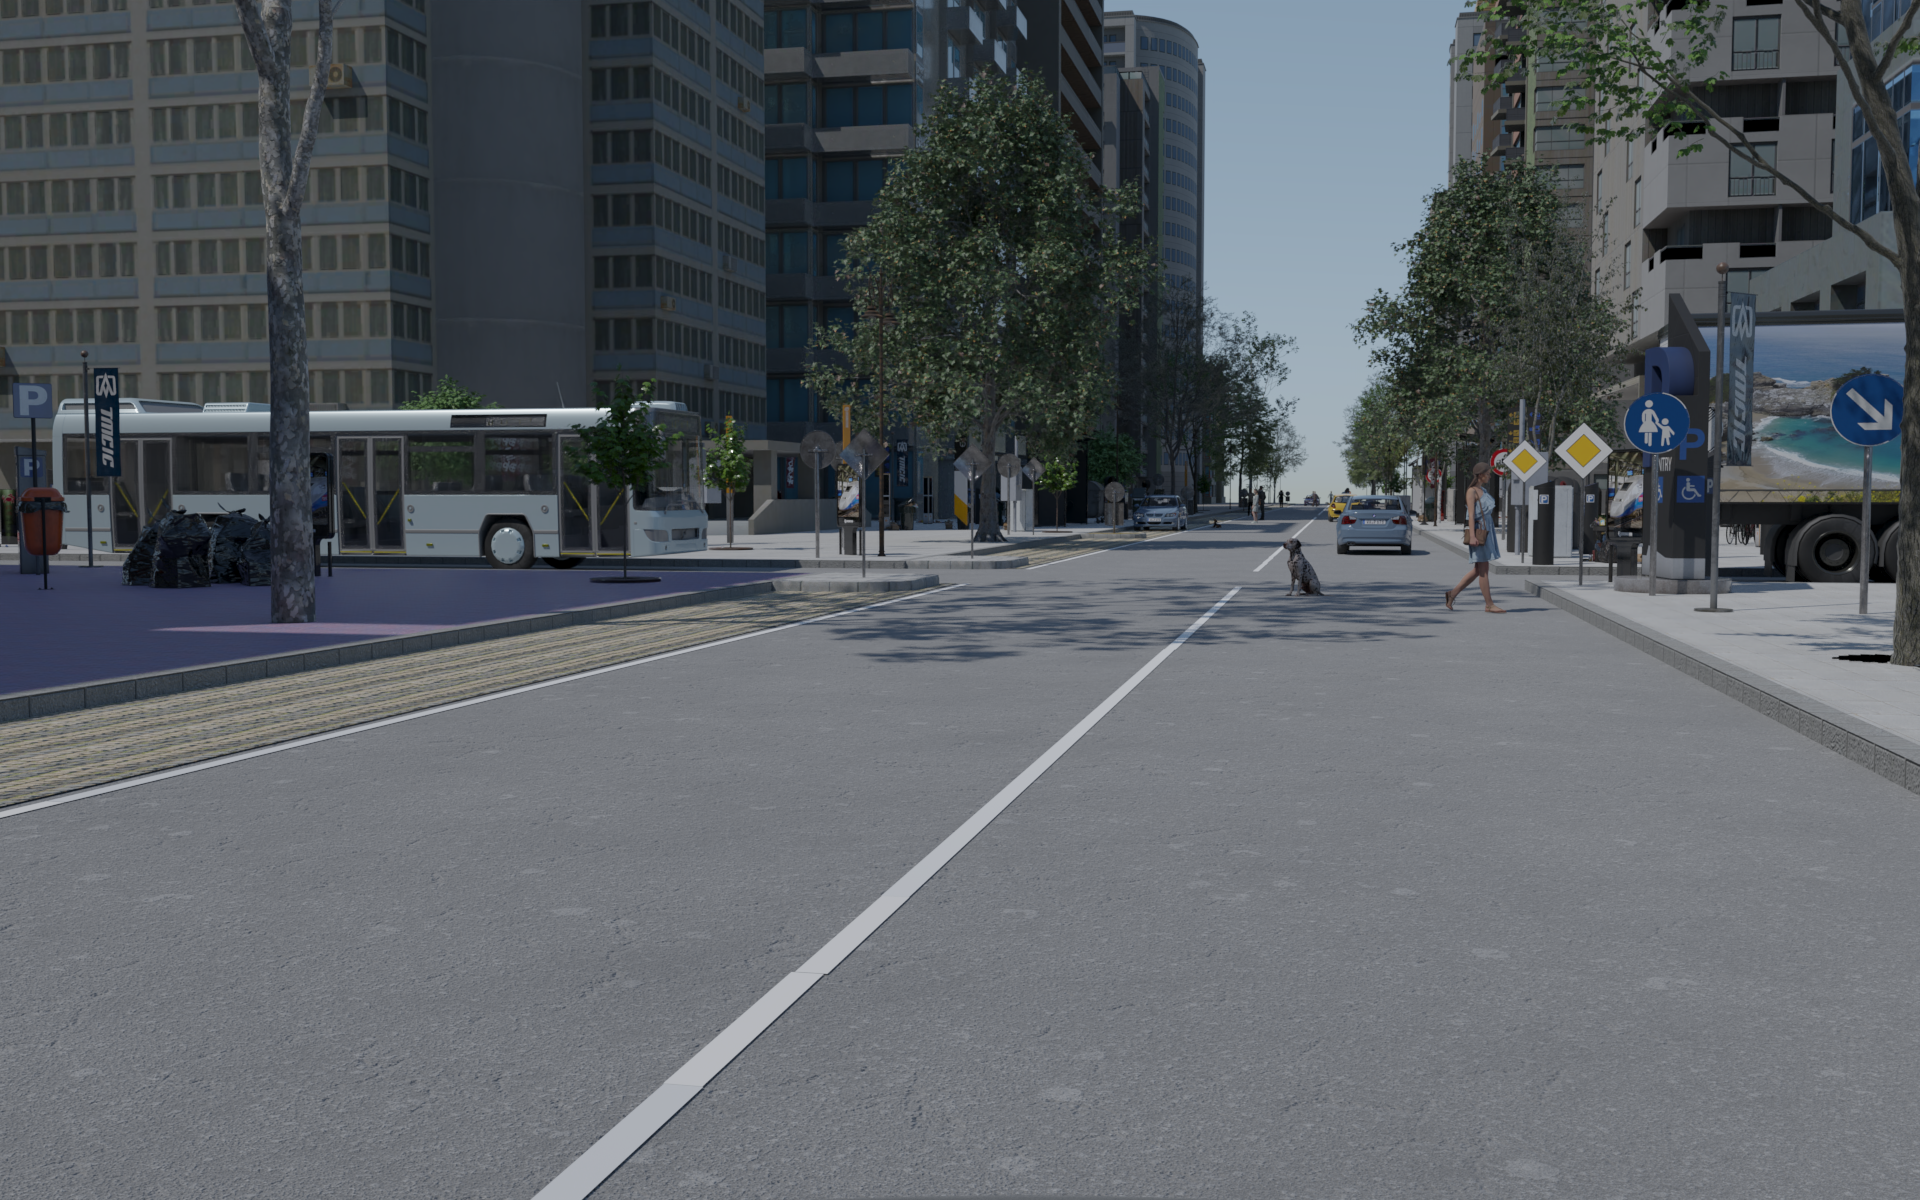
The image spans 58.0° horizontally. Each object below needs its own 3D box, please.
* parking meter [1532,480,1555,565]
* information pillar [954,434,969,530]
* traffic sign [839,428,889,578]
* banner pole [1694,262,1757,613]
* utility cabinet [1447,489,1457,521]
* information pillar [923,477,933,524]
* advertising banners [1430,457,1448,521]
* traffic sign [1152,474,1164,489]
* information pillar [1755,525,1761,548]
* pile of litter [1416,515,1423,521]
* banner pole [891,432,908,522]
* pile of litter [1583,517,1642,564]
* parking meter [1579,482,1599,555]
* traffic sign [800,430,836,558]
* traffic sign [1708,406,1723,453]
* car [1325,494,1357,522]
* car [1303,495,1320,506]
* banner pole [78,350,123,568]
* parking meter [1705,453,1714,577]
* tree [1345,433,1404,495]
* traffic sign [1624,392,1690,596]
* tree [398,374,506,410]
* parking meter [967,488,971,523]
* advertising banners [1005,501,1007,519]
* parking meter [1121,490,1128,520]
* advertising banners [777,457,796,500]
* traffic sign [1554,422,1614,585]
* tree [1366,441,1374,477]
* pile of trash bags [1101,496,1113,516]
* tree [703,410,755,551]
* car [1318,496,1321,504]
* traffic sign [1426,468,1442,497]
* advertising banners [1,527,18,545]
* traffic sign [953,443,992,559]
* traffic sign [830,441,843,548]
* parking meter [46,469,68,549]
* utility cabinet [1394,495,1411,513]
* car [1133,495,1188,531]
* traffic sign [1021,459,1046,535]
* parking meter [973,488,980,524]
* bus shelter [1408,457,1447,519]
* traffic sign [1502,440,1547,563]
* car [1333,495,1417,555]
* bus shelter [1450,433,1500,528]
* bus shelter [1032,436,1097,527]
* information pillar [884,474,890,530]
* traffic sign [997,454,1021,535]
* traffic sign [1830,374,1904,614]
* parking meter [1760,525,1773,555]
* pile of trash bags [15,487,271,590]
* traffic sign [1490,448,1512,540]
[{"bbox_3d":[10.555,-1.401,31.314,0.372,1.533,0.369,0,3,0],"label":"parking meter"},{"bbox_3d":[0.046,-4.317,61.930,0.504,3.616,0.183,1,4,23],"label":"information pillar"},{"bbox_3d":[-1.473,-1.401,26.550,0.795,2.450,0.064,1,4,12],"label":"traffic sign"},{"bbox_3d":[8.428,-1.769,18.936,0.863,3.779,0.401,-2,4,-33],"label":"banner pole"},{"bbox_3d":[24.445,-4.647,84.658,0.318,1.500,1.173,-1,4,-21],"label":"utility cabinet"},{"bbox_3d":[-1.373,-4.238,73.785,0.304,2.012,0.304,2,4,35],"label":"information pillar"},{"bbox_3d":[22.794,-5.244,81.928,2.074,3.025,0.090,-3,5,-40],"label":"advertising banners"},{"bbox_3d":[12.372,-6.610,108.180,0.768,2.556,0.104,1,4,19],"label":"traffic sign"},{"bbox_3d":[19.320,-2.269,41.588,0.304,2.012,0.304,0,4,7],"label":"information pillar"},{"bbox_3d":[22.778,-4.290,84.098,1.719,0.858,1.176,-1,4,-19],"label":"pile of litter"},{"bbox_3d":[-2.470,-4.858,69.446,0.863,3.779,0.401,0,4,-4],"label":"banner pole"},{"bbox_3d":[12.336,-1.138,32.575,1.176,0.858,1.719,1,4,8],"label":"pile of litter"},{"bbox_3d":[13.389,-1.741,36.882,0.372,1.533,0.369,0,3,0],"label":"parking meter"},{"bbox_3d":[-2.860,-2.116,34.706,0.768,2.556,0.104,1,4,15],"label":"traffic sign"},{"bbox_3d":[10.134,-1.462,24.007,0.768,2.556,0.104,1,4,20],"label":"traffic sign"},{"bbox_3d":[19.979,-4.867,89.801,2.015,1.641,3.980,1,4,11],"label":"car"},{"bbox_3d":[42.445,-12.019,209.088,1.945,1.354,3.894,1,4,13],"label":"car"},{"bbox_3d":[-15.022,-2.461,30.249,0.863,3.779,0.401,0,4,8],"label":"banner pole"},{"bbox_3d":[10.490,-1.152,24.552,0.399,1.863,0.255,-3,4,-39],"label":"parking meter"},{"bbox_3d":[52.030,-18.181,215.379,7.486,12.596,7.792,0,3,0],"label":"tree"},{"bbox_3d":[8.732,-1.325,21.768,0.768,2.556,0.104,1,4,20],"label":"traffic sign"},{"bbox_3d":[-13.883,-3.893,47.364,4.285,4.588,4.351,0,3,0],"label":"tree"},{"bbox_3d":[0.488,-4.147,76.216,0.372,1.533,0.369,0,3,0],"label":"parking meter"},{"bbox_3d":[2.702,-5.669,88.873,0.090,3.025,2.074,-1,4,-19],"label":"advertising banners"},{"bbox_3d":[8.226,-4.778,86.525,0.372,1.533,0.369,0,3,0],"label":"parking meter"},{"bbox_3d":[-8.320,-5.032,78.454,2.074,3.025,0.090,-2,4,-35],"label":"advertising banners"},{"bbox_3d":[8.723,-1.263,24.290,0.795,2.450,0.064,1,4,12],"label":"traffic sign"},{"bbox_3d":[36.754,-12.036,147.158,4.737,8.622,4.395,0,3,0],"label":"tree"},{"bbox_3d":[8.577,-5.611,101.497,1.912,1.369,3.447,0,4,-6],"label":"pile of trash bags"},{"bbox_3d":[-5.221,-2.768,39.853,1.663,3.219,1.824,0,3,0],"label":"tree"},{"bbox_3d":[49.287,-13.986,241.257,1.945,1.354,3.894,1,4,12],"label":"car"},{"bbox_3d":[22.672,-5.065,82.917,0.768,2.556,0.104,1,4,16],"label":"traffic sign"},{"bbox_3d":[-24.839,-2.919,43.912,2.074,3.025,0.090,0,4,2],"label":"advertising banners"},{"bbox_3d":[0.246,-1.878,34.348,0.795,2.450,0.064,1,4,12],"label":"traffic sign"},{"bbox_3d":[-2.786,-2.528,41.438,0.768,2.556,0.104,1,4,17],"label":"traffic sign"},{"bbox_3d":[-20.900,-2.105,40.129,0.399,1.863,0.255,-1,4,-15],"label":"parking meter"},{"bbox_3d":[26.510,-5.662,103.734,1.020,1.237,0.306,-2,4,-23],"label":"utility cabinet"},{"bbox_3d":[7.940,-3.444,68.319,2.014,1.417,4.499,1,4,14],"label":"car"},{"bbox_3d":[2.295,-3.231,54.017,0.795,2.450,0.064,1,4,14],"label":"traffic sign"},{"bbox_3d":[0.828,-3.984,73.554,0.372,1.533,0.369,0,3,0],"label":"parking meter"},{"bbox_3d":[24.693,-5.950,91.211,2.014,3.302,5.546,1,4,12],"label":"bus shelter"},{"bbox_3d":[10.442,-1.740,32.089,0.795,2.450,0.064,1,4,12],"label":"traffic sign"},{"bbox_3d":[10.128,-1.852,42.283,2.014,1.417,4.499,1,4,14],"label":"car"},{"bbox_3d":[20.375,-4.740,68.775,1.731,3.624,6.357,1,4,13],"label":"bus shelter"},{"bbox_3d":[4.262,-4.828,70.224,1.731,3.624,6.357,1,4,12],"label":"bus shelter"},{"bbox_3d":[-2.650,-3.516,61.973,0.304,2.012,0.304,0,4,-3],"label":"information pillar"},{"bbox_3d":[1.529,-3.326,54.493,0.768,2.556,0.104,1,4,17],"label":"traffic sign"},{"bbox_3d":[9.654,-1.121,18.434,0.768,2.556,0.104,1,4,21],"label":"traffic sign"},{"bbox_3d":[17.089,-1.719,36.515,0.372,1.533,0.369,0,3,0],"label":"parking meter"},{"bbox_3d":[-11.210,-0.882,24.177,3.447,1.369,1.912,-2,4,-31],"label":"pile of trash bags"},{"bbox_3d":[15.155,-2.945,48.257,0.768,2.556,0.104,1,4,17],"label":"traffic sign"}]
